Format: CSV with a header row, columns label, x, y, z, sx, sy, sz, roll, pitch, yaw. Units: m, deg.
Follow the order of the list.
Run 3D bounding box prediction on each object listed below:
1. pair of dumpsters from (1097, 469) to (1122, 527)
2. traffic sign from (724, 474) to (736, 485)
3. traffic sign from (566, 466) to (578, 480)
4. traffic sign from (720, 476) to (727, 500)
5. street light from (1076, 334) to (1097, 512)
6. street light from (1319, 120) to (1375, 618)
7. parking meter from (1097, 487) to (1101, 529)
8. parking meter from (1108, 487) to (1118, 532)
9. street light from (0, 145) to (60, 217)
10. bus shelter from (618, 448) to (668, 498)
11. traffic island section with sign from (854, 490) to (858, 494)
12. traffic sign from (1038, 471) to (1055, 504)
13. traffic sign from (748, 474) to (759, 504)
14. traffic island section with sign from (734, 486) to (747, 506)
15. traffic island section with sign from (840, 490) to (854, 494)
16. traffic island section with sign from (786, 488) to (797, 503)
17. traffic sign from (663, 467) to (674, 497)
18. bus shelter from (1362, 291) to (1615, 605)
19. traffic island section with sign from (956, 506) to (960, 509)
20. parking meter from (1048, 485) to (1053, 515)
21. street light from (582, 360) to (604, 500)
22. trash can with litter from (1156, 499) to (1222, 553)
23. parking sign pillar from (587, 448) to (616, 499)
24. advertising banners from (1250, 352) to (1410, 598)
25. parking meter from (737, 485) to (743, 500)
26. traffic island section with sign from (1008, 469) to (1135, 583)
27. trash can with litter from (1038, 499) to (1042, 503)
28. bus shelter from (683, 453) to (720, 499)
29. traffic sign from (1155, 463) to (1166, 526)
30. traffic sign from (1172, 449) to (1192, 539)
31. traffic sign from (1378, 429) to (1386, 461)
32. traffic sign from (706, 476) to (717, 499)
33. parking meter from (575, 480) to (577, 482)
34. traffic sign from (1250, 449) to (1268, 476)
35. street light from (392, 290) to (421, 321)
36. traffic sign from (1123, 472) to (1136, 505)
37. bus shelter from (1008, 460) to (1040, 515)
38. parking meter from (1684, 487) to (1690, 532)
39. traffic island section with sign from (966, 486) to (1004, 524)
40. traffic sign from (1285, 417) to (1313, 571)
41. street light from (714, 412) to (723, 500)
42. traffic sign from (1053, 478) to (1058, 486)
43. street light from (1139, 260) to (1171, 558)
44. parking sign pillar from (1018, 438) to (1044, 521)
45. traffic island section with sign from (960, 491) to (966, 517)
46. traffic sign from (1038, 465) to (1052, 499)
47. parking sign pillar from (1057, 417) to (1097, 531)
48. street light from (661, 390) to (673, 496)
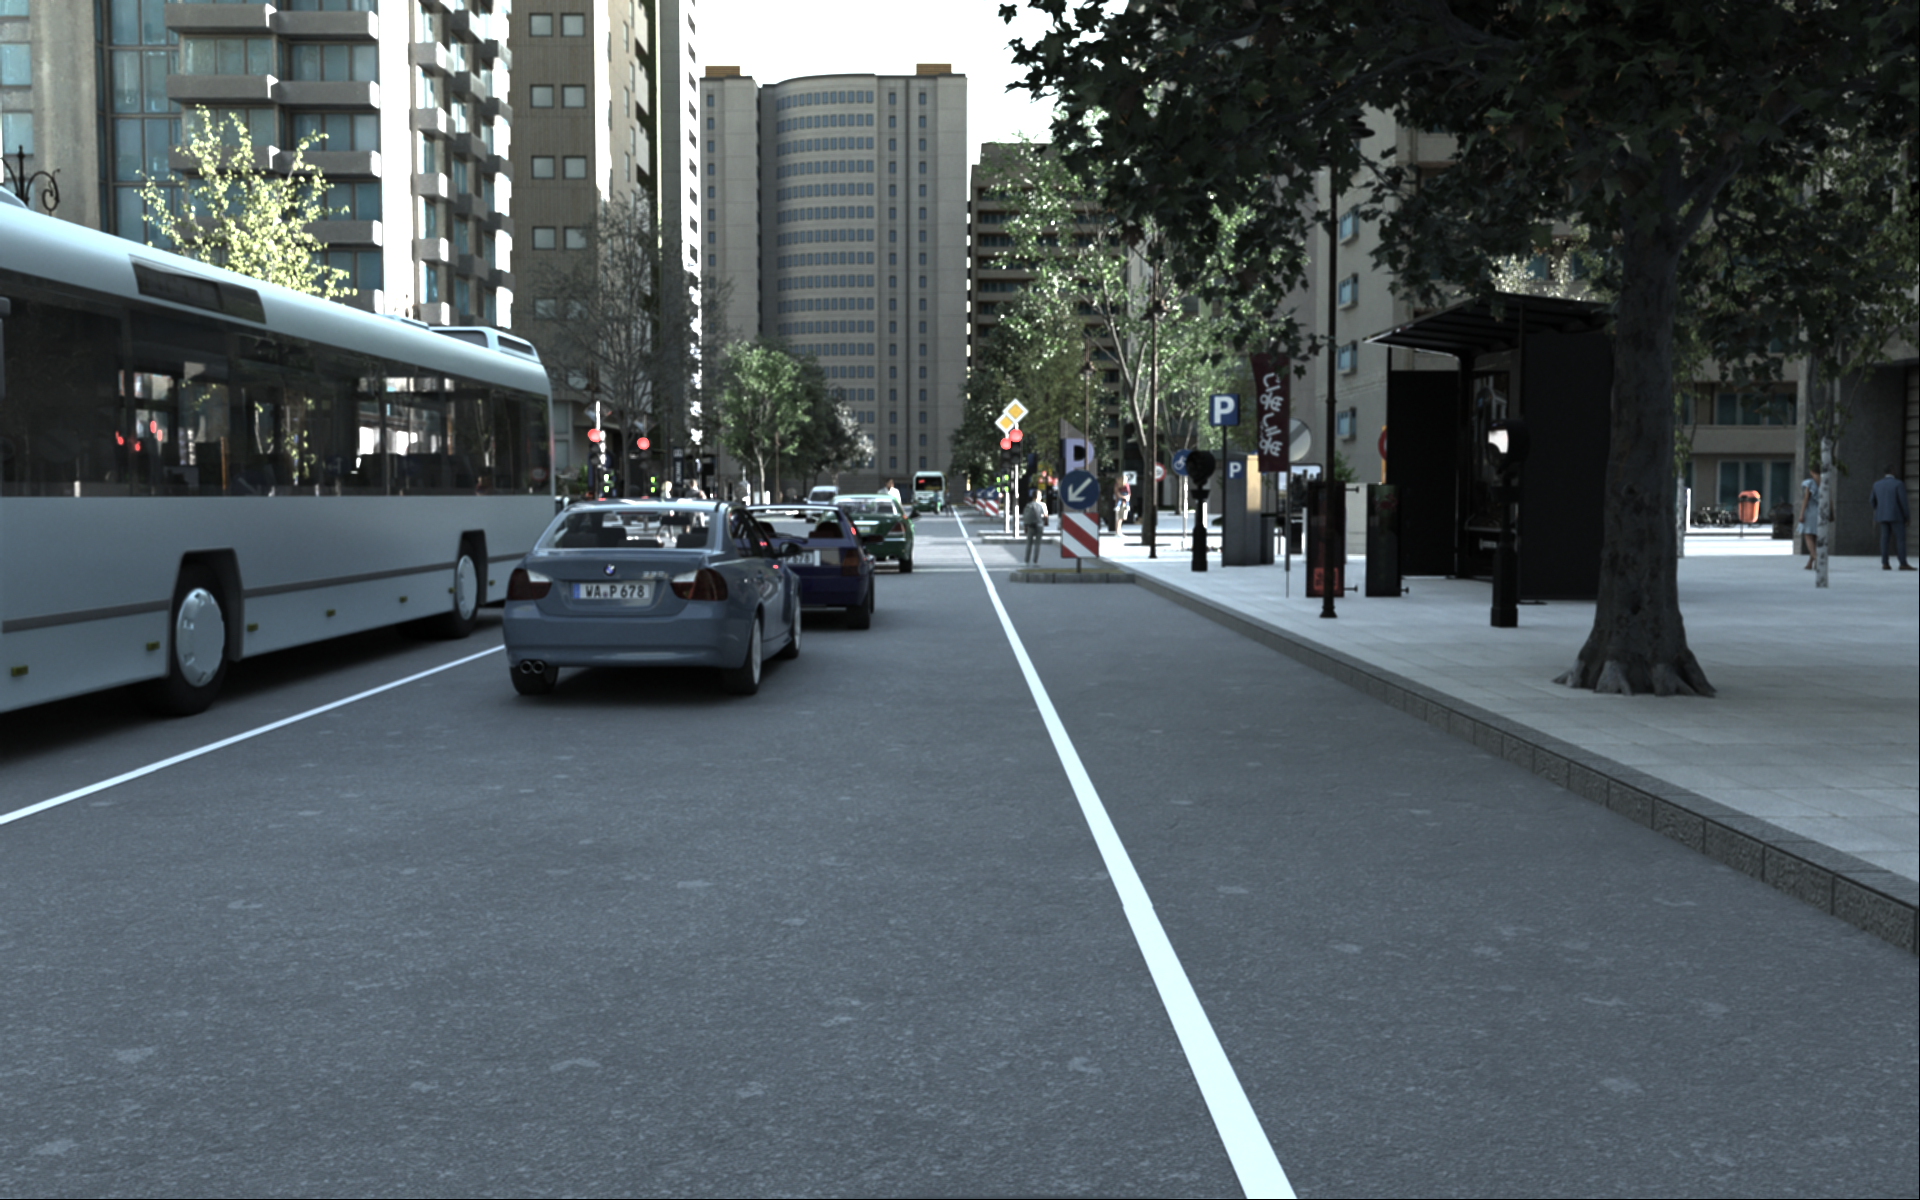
label,x,y,z,sx,sy,sz,roll,pitch,yaw
pair of dumpsters,5.737,-4.130,70.026,1.574,2.255,4.437,0,4,0
traffic sign,-14.596,-6.723,110.026,0.768,2.556,0.104,0,4,2
traffic sign,-17.492,-4.744,77.676,0.768,2.556,0.104,0,4,6
traffic sign,-16.500,-7.446,121.840,0.768,2.556,0.104,0,4,7
street light,3.648,-4.728,50.093,0.468,5.910,1.993,0,4,0
street light,3.831,-2.755,17.834,0.468,5.910,1.993,0,4,0
parking meter,4.925,-3.331,62.878,0.372,1.533,0.369,0,3,0
parking meter,5.217,-3.083,58.821,0.372,1.533,0.369,0,3,0
street light,-12.444,-3.079,23.123,0.468,5.910,1.993,0,4,0
bus shelter,-16.756,-6.173,92.214,1.731,3.624,6.357,0,4,0
traffic island section with sign,-11.329,-10.934,187.403,1.989,1.847,2.006,0,4,0
traffic sign,4.195,-5.178,84.657,0.884,2.594,0.081,0,4,4
traffic sign,-13.419,-6.870,112.428,0.768,2.556,0.104,0,4,6
traffic island section with sign,-10.531,-4.567,83.295,1.989,1.847,2.006,0,4,0
traffic island section with sign,-11.116,-9.286,160.448,1.989,1.847,2.006,0,4,0
traffic island section with sign,-10.732,-6.243,110.697,1.989,1.847,2.006,0,4,0
traffic sign,-13.567,-4.966,81.297,0.768,2.556,0.104,0,4,7
bus shelter,6.959,-1.949,23.141,1.731,3.624,6.357,0,4,-1
traffic island section with sign,0.799,-9.291,160.530,1.989,1.847,2.006,0,4,0
parking meter,5.483,-6.127,105.888,0.399,1.863,0.255,-1,4,-22
street light,-12.662,-5.324,59.843,0.468,5.910,1.993,0,4,0
trash can with litter,5.343,-1.695,38.765,1.678,1.210,2.233,0,4,-2
parking sign pillar,-16.758,-5.660,81.011,1.447,3.967,1.447,1,4,17
advertising banners,4.567,-1.544,21.440,2.074,3.025,0.090,0,4,-7
parking meter,-14.239,-6.501,112.005,0.255,1.863,0.399,2,4,26
traffic island section with sign,1.816,-1.228,28.701,1.989,1.847,2.006,0,4,0
trash can with litter,5.301,-6.288,114.197,1.055,1.170,0.624,-2,4,-26
bus shelter,-15.227,-6.711,101.015,1.731,3.624,6.357,0,4,0
traffic sign,7.962,-4.282,70.123,0.768,2.556,0.104,1,4,9
traffic sign,6.393,-3.005,49.231,0.768,2.556,0.104,1,4,8
traffic sign,7.961,-1.917,31.444,0.768,2.556,0.104,1,4,8
traffic sign,-13.995,-5.834,97.514,0.606,2.300,0.079,1,4,9
parking meter,-13.683,-3.388,61.106,0.399,1.863,0.255,0,4,-7
traffic sign,8.508,-3.021,49.492,0.768,2.556,0.104,0,4,1
street light,-12.539,-4.076,39.427,0.468,5.910,1.993,0,4,0
traffic sign,7.674,-4.668,78.447,0.606,2.300,0.079,0,4,3
bus shelter,3.857,-8.037,109.029,2.179,5.291,8.768,0,4,-1
parking meter,24.648,-3.096,59.027,0.372,1.533,0.369,0,3,0
traffic island section with sign,1.396,-4.572,83.377,1.989,1.847,2.006,0,4,0
traffic sign,5.461,-1.755,28.804,0.768,2.556,0.104,0,4,4
street light,-12.888,-7.318,92.429,0.468,5.910,1.993,0,4,0
traffic sign,7.460,-8.088,132.343,0.768,2.556,0.104,1,4,8
street light,3.852,-3.769,34.416,0.468,5.910,1.993,0,4,0
parking sign pillar,3.482,-5.750,82.487,1.447,3.967,1.447,0,4,5
traffic island section with sign,1.183,-6.220,110.331,1.989,1.847,2.006,0,4,0
traffic sign,5.154,-7.599,118.110,2.265,3.308,0.079,0,4,1
parking sign pillar,4.131,-4.423,60.783,1.447,3.967,1.447,-1,4,-20
street light,-12.812,-6.328,76.251,0.468,5.910,1.993,0,4,0
